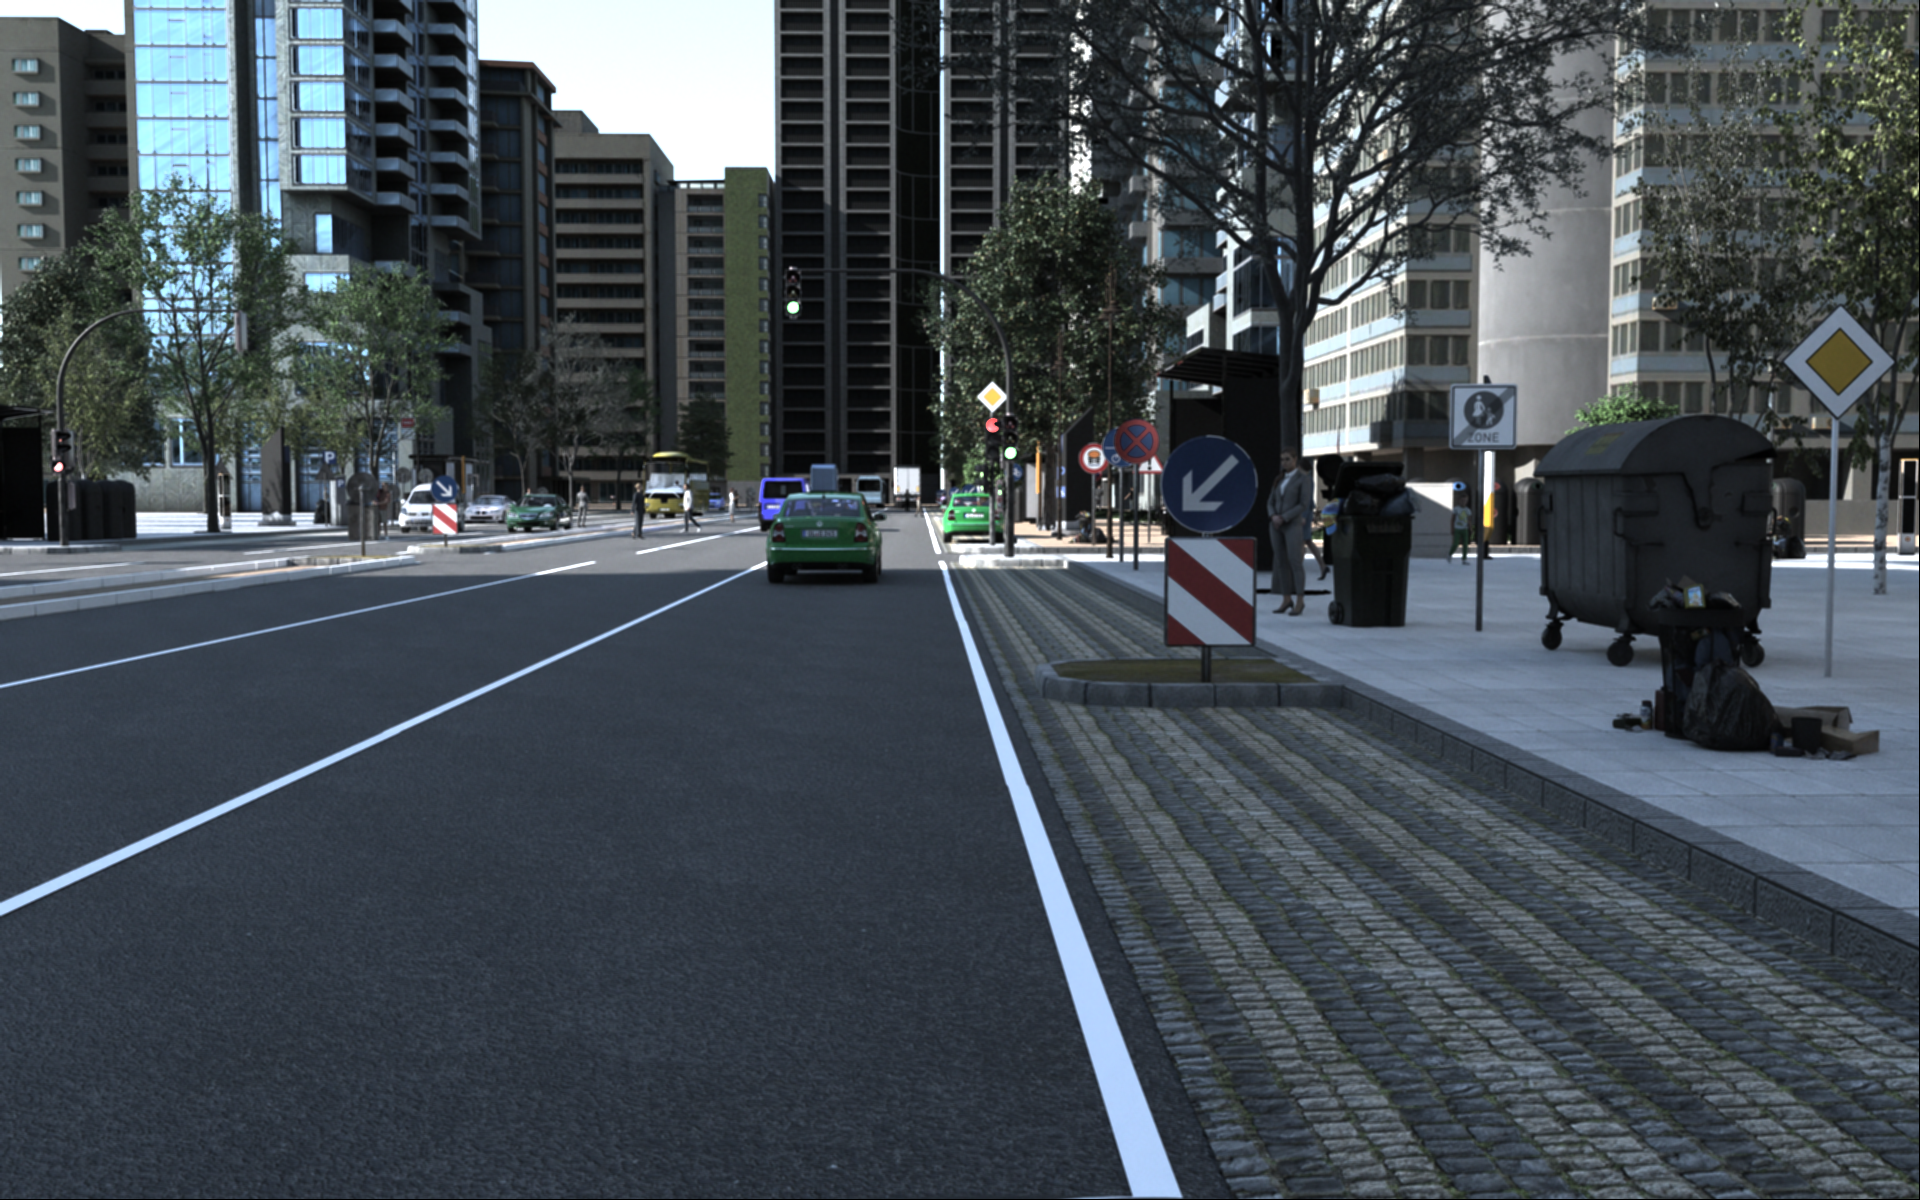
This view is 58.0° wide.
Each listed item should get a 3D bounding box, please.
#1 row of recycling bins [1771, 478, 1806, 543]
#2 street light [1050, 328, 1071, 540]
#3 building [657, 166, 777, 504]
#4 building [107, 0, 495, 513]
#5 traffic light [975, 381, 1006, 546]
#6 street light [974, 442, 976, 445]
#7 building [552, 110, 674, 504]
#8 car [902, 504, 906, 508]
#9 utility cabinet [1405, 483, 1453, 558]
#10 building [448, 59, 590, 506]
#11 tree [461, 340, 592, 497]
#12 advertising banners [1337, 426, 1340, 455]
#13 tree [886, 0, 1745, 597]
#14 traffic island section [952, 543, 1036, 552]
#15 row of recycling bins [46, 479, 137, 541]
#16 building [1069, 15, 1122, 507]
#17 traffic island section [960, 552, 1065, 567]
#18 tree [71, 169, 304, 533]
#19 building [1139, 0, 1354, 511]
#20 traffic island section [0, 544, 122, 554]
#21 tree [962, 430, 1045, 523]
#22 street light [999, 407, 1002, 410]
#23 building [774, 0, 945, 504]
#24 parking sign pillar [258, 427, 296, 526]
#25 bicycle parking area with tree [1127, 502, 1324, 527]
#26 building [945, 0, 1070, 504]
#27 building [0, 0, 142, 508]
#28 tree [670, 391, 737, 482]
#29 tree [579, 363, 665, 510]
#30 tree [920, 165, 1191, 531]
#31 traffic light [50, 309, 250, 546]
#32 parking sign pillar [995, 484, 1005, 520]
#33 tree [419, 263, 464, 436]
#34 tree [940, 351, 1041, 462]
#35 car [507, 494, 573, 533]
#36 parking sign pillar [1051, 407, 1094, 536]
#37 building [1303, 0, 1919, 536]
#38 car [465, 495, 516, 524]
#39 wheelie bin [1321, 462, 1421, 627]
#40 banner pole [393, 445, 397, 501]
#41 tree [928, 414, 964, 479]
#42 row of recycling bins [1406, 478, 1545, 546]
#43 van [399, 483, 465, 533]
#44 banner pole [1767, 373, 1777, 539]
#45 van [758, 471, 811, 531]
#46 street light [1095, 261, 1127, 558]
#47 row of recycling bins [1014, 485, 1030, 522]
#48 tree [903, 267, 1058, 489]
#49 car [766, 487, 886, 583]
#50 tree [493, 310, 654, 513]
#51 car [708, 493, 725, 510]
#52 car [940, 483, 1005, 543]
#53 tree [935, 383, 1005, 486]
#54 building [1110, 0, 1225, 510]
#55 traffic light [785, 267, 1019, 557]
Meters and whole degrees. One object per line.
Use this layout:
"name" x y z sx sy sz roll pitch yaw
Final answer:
"row of recycling bins" 21.380 -2.332 45.240 1.069 1.692 3.534 1 4 17
"street light" 2.791 -4.624 48.392 0.468 5.910 1.993 0 4 -1
"building" -30.491 -32.731 218.738 14.086 41.232 14.154 0 4 -1
"building" -48.963 -50.068 131.291 22.319 86.520 31.000 0 4 -1
"traffic light" 0.788 -3.316 43.142 0.839 4.253 0.868 0 4 -1
"street light" 1.027 -8.879 117.964 0.468 5.910 1.993 0 4 -1
"building" -48.419 -36.588 221.914 21.600 48.544 21.300 0 4 -1
"car" -5.224 -10.504 181.967 2.015 1.641 3.980 0 4 -1
"utility cabinet" 9.255 -1.590 34.675 1.173 1.500 0.318 1 4 16
"building" -53.255 -31.568 170.758 28.867 44.769 22.147 0 4 -1
"tree" -26.162 -10.390 104.284 8.767 10.594 7.601 0 3 0
"advertising banners" 9.567 -2.918 43.905 0.090 3.025 2.074 1 4 14
"tree" 4.234 -6.812 21.738 12.009 13.543 11.850 0 3 0
"traffic island section" 0.828 -1.283 43.257 2.009 0.180 2.903 0 4 -1
"row of recycling bins" -24.354 -2.545 48.718 1.069 1.692 3.534 0 4 5
"building" 25.177 -35.494 169.569 28.713 52.752 27.495 0 4 -1
"traffic island section" 1.016 -0.795 35.274 2.009 0.180 2.903 0 4 -1
"tree" -24.920 -8.028 57.016 9.928 11.665 9.643 0 3 0
"building" 23.377 -48.182 100.440 22.319 86.520 31.000 0 4 -1
"traffic island section" -22.107 -1.250 42.723 2.009 0.180 2.903 0 4 -1
"tree" 2.137 -5.731 77.408 4.285 4.588 4.351 0 3 0
"street light" 1.933 -6.731 82.842 0.468 5.910 1.993 0 4 -1
"building" -12.732 -47.939 222.062 20.611 71.187 20.563 0 4 -1
"parking sign pillar" -27.514 -4.966 69.667 1.447 3.967 1.447 2 4 31
"bicycle parking area with tree" 10.848 -5.143 71.091 9.016 4.147 8.231 1 4 16
"building" 8.171 -47.933 221.957 20.611 71.187 20.563 0 4 -1
"building" -78.494 -33.447 170.552 21.600 48.544 21.300 0 4 -1
"tree" -28.101 -16.634 190.099 7.486 12.596 7.792 0 3 0
"tree" -26.887 -12.909 136.813 9.928 11.665 9.643 0 3 0
"tree" 3.189 -8.777 60.516 9.611 12.733 9.660 0 3 0
"traffic light" -19.978 -4.159 42.673 4.771 5.953 1.251 0 4 -1
"parking sign pillar" 2.103 -5.975 86.156 1.447 3.967 1.447 -1 4 -14
"tree" -25.914 -9.224 76.562 9.928 11.665 9.643 0 3 0
"tree" 2.550 -10.341 103.490 8.767 10.594 7.601 0 4 5
"car" -15.947 -3.308 65.882 2.131 1.459 4.920 0 4 -2
"parking sign pillar" 3.520 -3.954 53.115 1.447 3.967 1.447 3 5 44
"building" 27.440 -23.027 68.367 23.993 40.220 32.217 0 4 -1
"car" -23.000 -4.449 85.098 2.083 1.381 4.827 0 4 -3
"wheelie bin" 4.040 -0.549 16.888 0.980 1.594 0.693 -1 4 -10
"banner pole" -28.792 -6.006 88.207 0.401 3.779 0.863 -2 4 -26
"tree" 0.117 -16.270 191.768 9.928 11.665 9.643 0 3 0
"row of recycling bins" 12.910 -2.233 43.620 3.534 1.692 1.069 0 4 7
"van" -19.920 -3.572 65.411 2.013 2.044 4.112 0 4 -3
"banner pole" 16.607 -2.784 35.528 0.401 3.779 0.863 2 4 32
"van" -6.805 -3.901 68.173 2.240 2.365 5.245 0 4 -2
"street light" 2.992 -3.772 34.468 0.468 5.910 1.993 0 4 -1
"row of recycling bins" 3.166 -4.555 81.585 1.069 1.692 3.534 1 4 11
"tree" 2.566 -17.015 134.082 12.611 20.169 13.585 0 3 0
"car" -2.240 -1.256 29.324 1.959 1.807 4.718 0 4 -1
"tree" -26.225 -12.593 116.272 12.009 13.543 11.850 0 3 0
"car" -21.978 -8.862 154.489 1.945 1.707 3.694 0 4 -1
"car" 0.390 -2.642 51.991 1.959 1.807 4.718 0 4 0
"tree" 1.608 -14.598 156.811 7.486 12.596 7.792 0 3 0
"building" 24.076 -31.867 140.639 23.786 49.044 30.456 0 4 -1
"traffic light" -1.113 -3.688 34.969 4.771 5.953 1.251 0 4 -1
